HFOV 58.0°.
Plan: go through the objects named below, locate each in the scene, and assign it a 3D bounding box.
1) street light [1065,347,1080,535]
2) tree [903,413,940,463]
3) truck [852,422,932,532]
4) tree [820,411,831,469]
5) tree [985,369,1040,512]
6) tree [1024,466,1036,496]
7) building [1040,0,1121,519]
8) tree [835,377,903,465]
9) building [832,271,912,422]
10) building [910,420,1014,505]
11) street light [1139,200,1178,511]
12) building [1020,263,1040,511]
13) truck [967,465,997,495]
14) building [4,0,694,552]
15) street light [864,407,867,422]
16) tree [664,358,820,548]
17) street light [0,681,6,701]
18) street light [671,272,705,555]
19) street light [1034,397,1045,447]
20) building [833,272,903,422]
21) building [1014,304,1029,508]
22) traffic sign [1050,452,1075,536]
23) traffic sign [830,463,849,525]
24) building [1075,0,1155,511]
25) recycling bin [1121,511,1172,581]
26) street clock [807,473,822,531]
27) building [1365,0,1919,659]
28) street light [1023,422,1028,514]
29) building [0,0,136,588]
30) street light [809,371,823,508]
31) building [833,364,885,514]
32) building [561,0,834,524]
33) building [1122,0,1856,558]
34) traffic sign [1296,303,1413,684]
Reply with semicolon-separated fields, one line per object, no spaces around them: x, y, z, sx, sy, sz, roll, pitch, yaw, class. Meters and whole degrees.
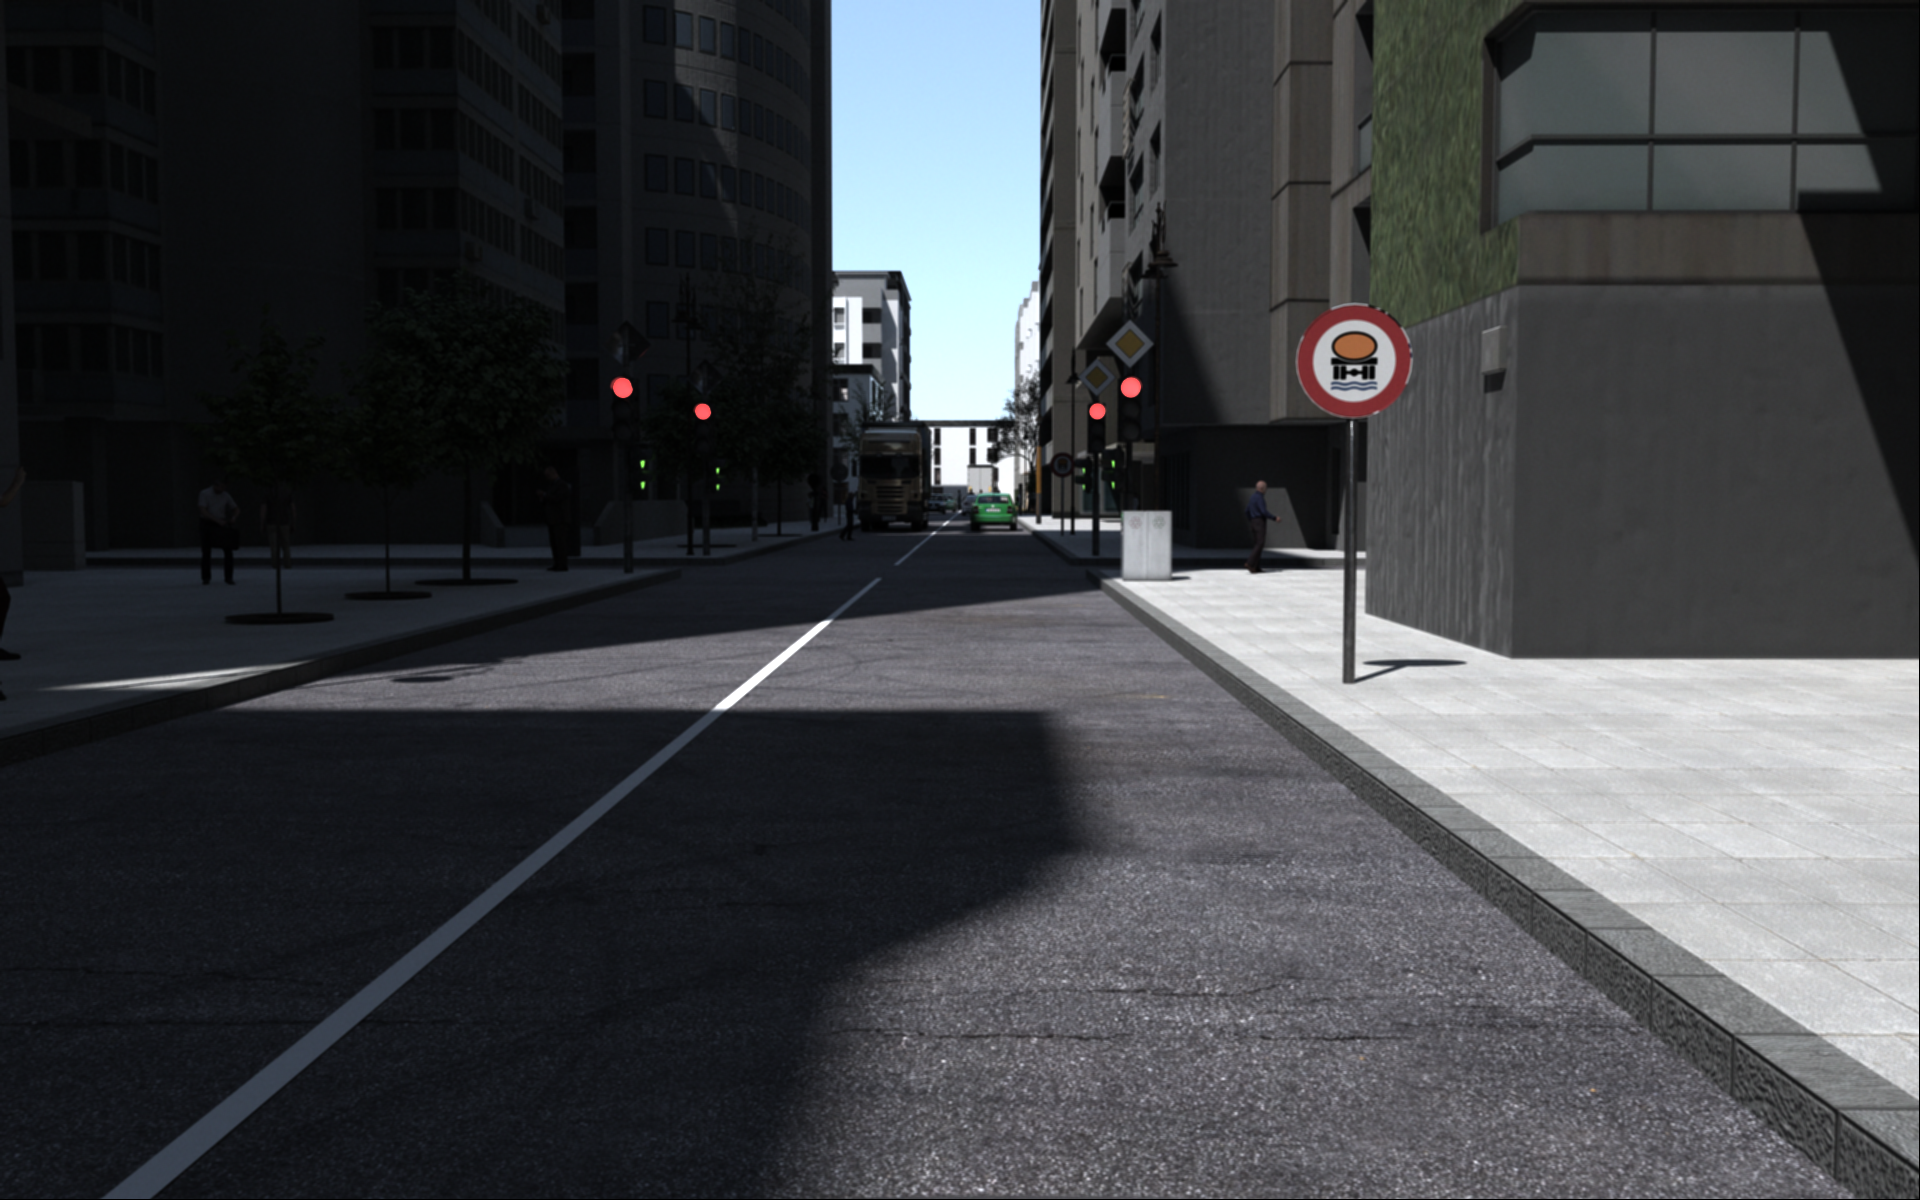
3.560;-5.001;54.561;0.468;5.910;1.993;0;4;1;street light
-4.168;-12.489;154.565;4.360;8.622;3.978;0;3;0;tree
-2.560;-4.926;69.456;2.839;4.237;11.283;0;4;1;truck
-5.629;-4.236;52.980;4.285;4.588;4.351;0;3;0;tree
5.231;-11.579;123.724;7.601;10.594;8.767;1;4;22;tree
4.788;-7.367;115.048;1.663;3.219;1.824;0;3;0;tree
15.602;-29.072;99.025;21.300;48.544;21.600;0;4;1;building
-5.618;-9.627;107.767;4.737;8.622;4.395;0;3;0;tree
-21.519;-20.109;172.759;32.646;21.610;27.936;0;4;1;building
6.454;-15.818;200.770;28.070;9.664;9.099;0;4;1;building
3.145;-3.351;27.580;0.468;5.910;1.993;0;4;1;street light
13.133;-17.783;147.176;16.016;20.091;11.380;0;4;1;building
2.171;-11.179;171.693;2.839;4.237;11.283;0;4;3;truck
-24.876;-21.817;48.593;32.217;40.220;23.993;0;4;1;building
-5.033;-7.295;92.066;0.468;5.910;1.993;0;4;1;street light
-6.215;-3.575;42.166;4.285;4.588;4.351;0;3;0;tree
-6.030;-2.312;10.586;0.468;5.910;1.993;0;4;1;street light
-5.675;-3.882;36.266;0.468;5.910;1.993;0;4;1;street light
3.787;-6.726;82.762;0.468;5.910;1.993;0;4;1;street light
-12.752;-17.691;145.667;16.016;20.091;11.380;0;4;1;building
13.995;-18.540;169.592;16.747;18.905;31.486;0;4;1;building
3.139;-3.235;53.003;0.768;2.556;0.104;0;4;6;traffic sign
-4.959;-4.343;71.112;0.768;2.556;0.104;0;4;6;traffic sign
19.135;-29.670;74.350;28.713;52.752;27.495;0;4;1;building
2.779;-0.813;25.855;0.722;1.027;0.722;0;4;2;recycling bin
-5.022;-3.385;59.921;0.471;2.002;0.358;2;4;24;street clock
11.392;-20.512;18.968;14.154;41.232;14.086;0;4;1;building
4.180;-8.433;110.660;0.468;5.910;1.993;0;4;1;street light
-25.429;-25.834;11.618;27.495;52.752;28.713;0;4;1;building
-5.354;-5.589;64.166;0.468;5.910;1.993;0;4;1;street light
-10.023;-11.250;126.086;9.099;9.664;28.070;0;4;1;building
-17.790;-33.027;81.989;21.231;58.520;28.212;0;4;1;building
11.567;-21.952;42.503;14.086;41.232;14.154;0;4;1;building
2.637;-0.707;11.669;0.768;2.556;0.104;0;4;5;traffic sign
